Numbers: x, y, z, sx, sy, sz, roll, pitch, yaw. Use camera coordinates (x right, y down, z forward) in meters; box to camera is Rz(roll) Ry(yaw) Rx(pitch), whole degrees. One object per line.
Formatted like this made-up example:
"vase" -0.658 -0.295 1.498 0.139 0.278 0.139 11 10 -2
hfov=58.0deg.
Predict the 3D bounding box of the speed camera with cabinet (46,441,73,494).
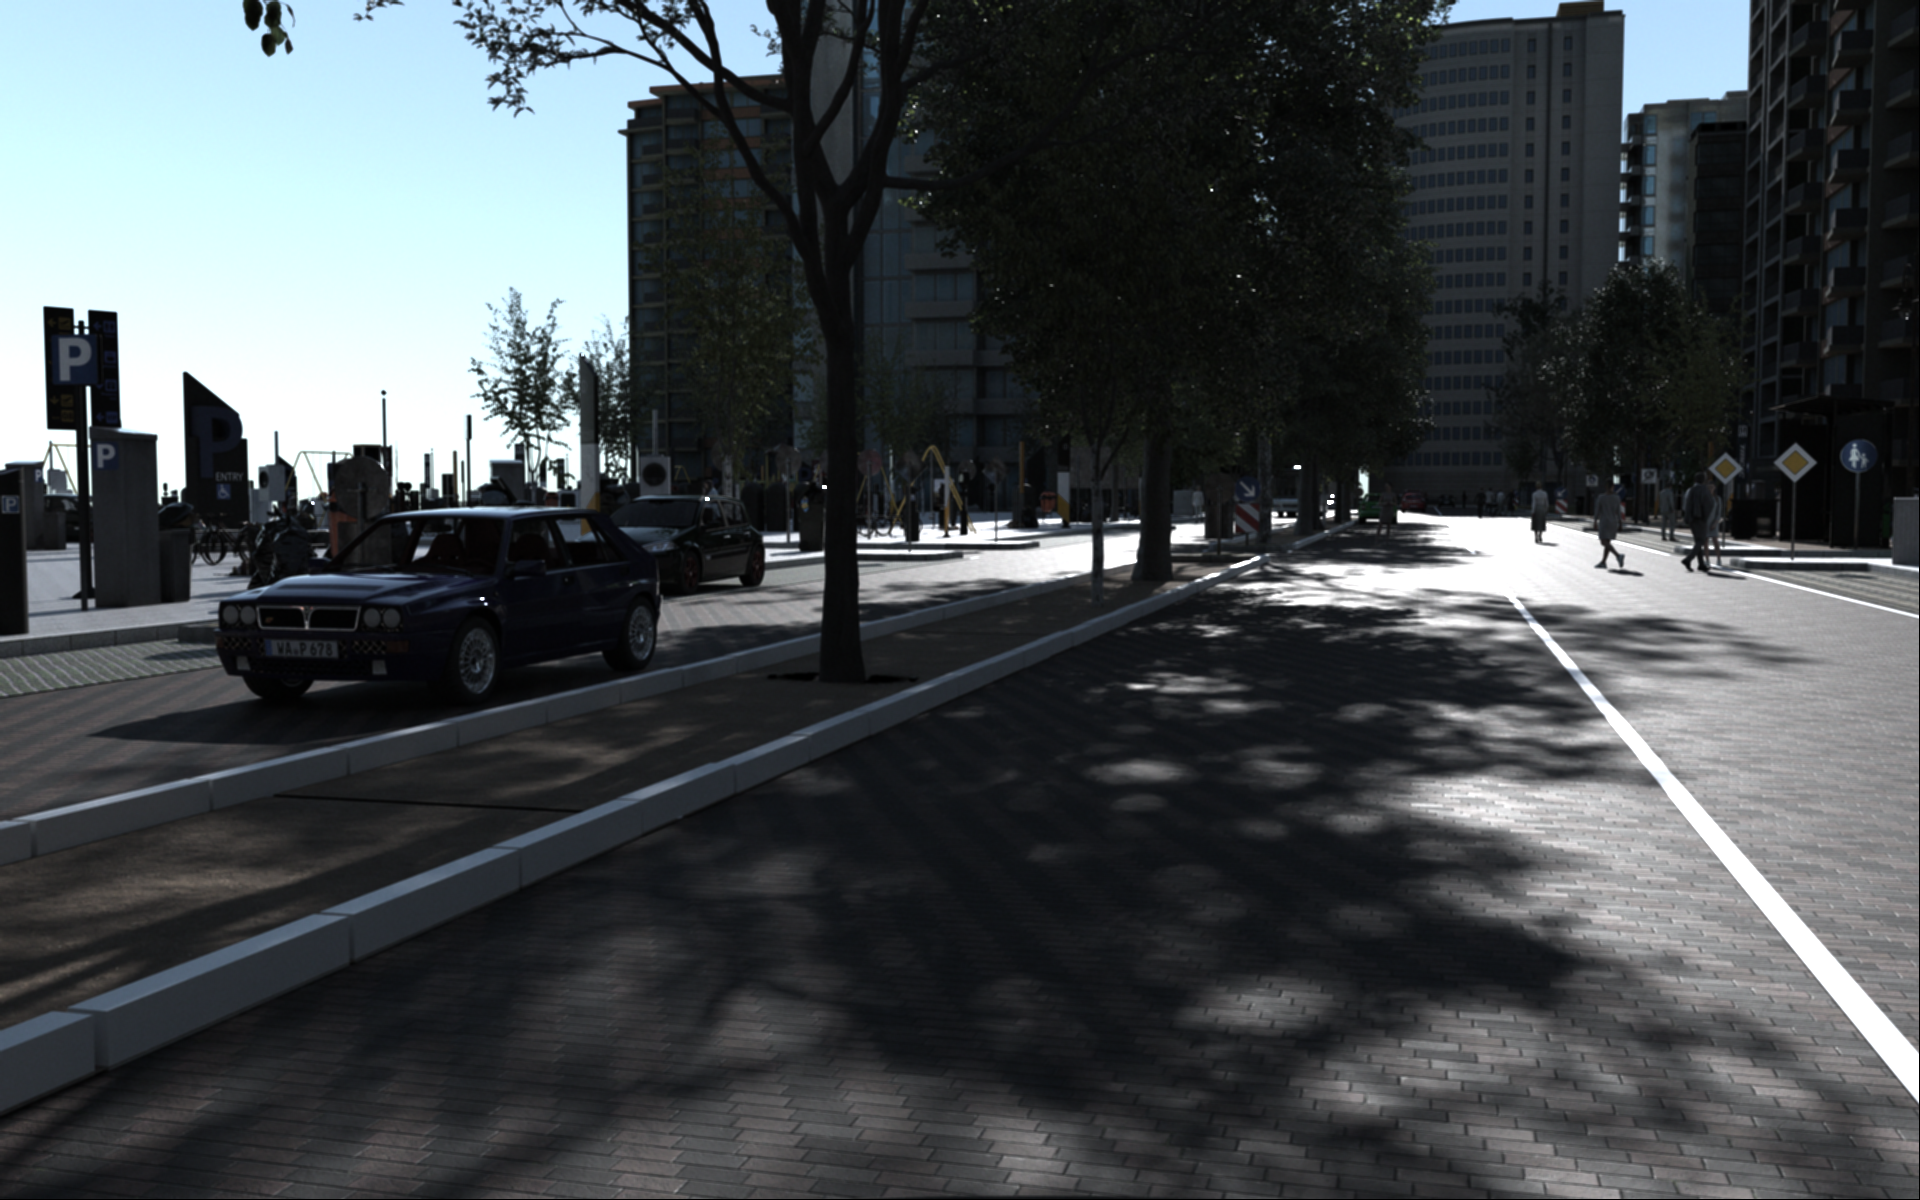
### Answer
"speed camera with cabinet" -33.115 -4.245 63.743 0.660 3.252 2.038 -2 4 -35

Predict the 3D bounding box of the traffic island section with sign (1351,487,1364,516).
"traffic island section with sign" 26.758 -6.624 116.444 2.006 1.907 1.989 1 4 15

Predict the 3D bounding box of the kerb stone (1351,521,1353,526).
"kerb stone" 17.179 -3.329 76.629 0.120 0.150 1.000 1 4 15

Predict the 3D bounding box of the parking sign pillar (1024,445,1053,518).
"parking sign pillar" 4.022 -6.515 94.985 1.447 3.967 1.447 -3 5 -44

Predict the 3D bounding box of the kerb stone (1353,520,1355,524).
"kerb stone" 17.709 -3.450 78.604 0.120 0.150 1.000 1 4 15

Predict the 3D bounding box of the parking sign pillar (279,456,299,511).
"parking sign pillar" -46.312 -7.995 119.188 1.447 3.967 1.447 2 4 32

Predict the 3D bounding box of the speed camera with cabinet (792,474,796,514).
"speed camera with cabinet" -10.765 -7.200 112.058 0.660 3.252 2.038 0 4 7

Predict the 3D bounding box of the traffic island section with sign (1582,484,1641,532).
"traffic island section with sign" 24.889 -3.519 66.171 1.989 1.847 2.006 1 4 15

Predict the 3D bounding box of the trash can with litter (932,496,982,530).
"trash can with litter" -0.224 -3.157 62.676 1.678 1.210 2.233 -1 4 -13

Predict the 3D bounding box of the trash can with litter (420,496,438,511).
"trash can with litter" -16.615 -2.564 52.984 2.233 1.210 1.678 0 4 -8

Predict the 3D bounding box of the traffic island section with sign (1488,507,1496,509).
"traffic island section with sign" 51.546 -9.610 165.755 1.989 1.847 2.006 1 4 15

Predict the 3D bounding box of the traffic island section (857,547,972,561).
"traffic island section" -1.128 -0.973 38.195 2.009 0.180 2.903 1 4 15

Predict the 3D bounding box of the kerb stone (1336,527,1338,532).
"kerb stone" 13.718 -2.540 63.731 0.120 0.150 1.000 1 4 15

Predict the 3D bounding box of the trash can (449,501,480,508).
"trash can" -10.138 -1.473 35.730 0.748 1.137 0.748 0 3 0

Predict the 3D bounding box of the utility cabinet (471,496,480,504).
"utility cabinet" -15.016 -2.670 54.815 1.020 1.237 0.306 -1 4 -19

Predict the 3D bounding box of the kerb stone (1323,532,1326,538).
"kerb stone" 11.606 -2.055 55.798 0.120 0.150 1.000 1 4 15

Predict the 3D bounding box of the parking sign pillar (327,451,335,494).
"parking sign pillar" -38.827 -7.255 107.089 1.447 3.967 1.447 -1 4 -18

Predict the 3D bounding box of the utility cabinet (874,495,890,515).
"utility cabinet" -4.810 -5.867 107.081 1.020 1.237 0.306 0 4 5

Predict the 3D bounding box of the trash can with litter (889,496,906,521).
"trash can with litter" -3.032 -4.287 81.486 1.055 1.170 0.624 -1 4 -12

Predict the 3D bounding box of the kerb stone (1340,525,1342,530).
"kerb stone" 14.511 -2.716 66.700 0.120 0.150 1.000 1 4 15

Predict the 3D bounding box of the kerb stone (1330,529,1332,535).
"kerb stone" 12.660 -2.297 59.766 0.120 0.150 1.000 1 4 15

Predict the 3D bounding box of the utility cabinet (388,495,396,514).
"utility cabinet" -36.707 -6.169 112.022 0.306 1.237 1.020 0 4 3

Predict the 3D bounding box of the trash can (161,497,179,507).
"trash can" -42.794 -5.010 93.573 0.748 1.137 0.748 0 3 0

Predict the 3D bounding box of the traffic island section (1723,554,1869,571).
"traffic island section" 16.156 -0.691 33.582 2.009 0.180 2.903 1 4 15

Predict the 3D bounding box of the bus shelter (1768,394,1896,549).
"bus shelter" 21.860 -3.204 43.676 1.731 3.624 6.357 1 4 15

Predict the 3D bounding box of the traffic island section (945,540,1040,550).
"traffic island section" 0.936 -1.445 45.910 2.009 0.180 2.903 1 4 15

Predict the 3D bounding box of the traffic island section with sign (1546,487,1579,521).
"traffic island section with sign" 31.922 -5.126 92.439 1.989 1.847 2.006 1 4 15

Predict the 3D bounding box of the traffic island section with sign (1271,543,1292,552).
"traffic island section with sign" 7.342 -2.184 43.847 2.006 1.907 1.989 1 4 15

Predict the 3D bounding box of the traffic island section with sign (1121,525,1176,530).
"traffic island section with sign" 7.629 -3.729 69.593 1.989 1.847 2.006 1 4 15

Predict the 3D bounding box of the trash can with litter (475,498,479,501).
"trash can with litter" -14.119 -2.483 51.989 0.624 1.170 1.055 -3 4 -38

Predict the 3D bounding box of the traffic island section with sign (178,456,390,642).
"traffic island section with sign" -6.341 -0.535 17.374 1.989 1.847 2.006 1 4 15

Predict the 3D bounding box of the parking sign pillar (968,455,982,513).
"parking sign pillar" 0.776 -8.060 120.258 1.447 3.967 1.447 3 4 38

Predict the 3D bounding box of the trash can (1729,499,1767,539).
"trash can" 22.207 -2.292 49.123 0.748 1.137 0.748 0 3 0

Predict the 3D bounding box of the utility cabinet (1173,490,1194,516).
"utility cabinet" 12.832 -5.538 99.224 1.173 1.500 0.318 3 5 39

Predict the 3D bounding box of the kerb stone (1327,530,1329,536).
"kerb stone" 12.128 -2.175 57.788 0.120 0.150 1.000 1 4 15

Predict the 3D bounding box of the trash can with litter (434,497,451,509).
"trash can with litter" -17.388 -2.815 57.418 0.624 1.170 1.055 1 4 9

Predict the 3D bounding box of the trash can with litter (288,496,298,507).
"trash can with litter" -30.356 -4.170 79.239 2.233 1.210 1.678 2 4 31

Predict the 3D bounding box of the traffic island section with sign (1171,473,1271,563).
"traffic island section with sign" 5.418 -1.747 36.694 2.006 1.907 1.989 1 4 15

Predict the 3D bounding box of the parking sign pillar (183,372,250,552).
"parking sign pillar" -16.598 -3.071 38.688 1.447 3.967 1.447 2 4 32

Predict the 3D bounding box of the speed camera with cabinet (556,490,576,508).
"speed camera with cabinet" -16.443 -4.958 75.398 2.038 3.252 0.660 0 4 3

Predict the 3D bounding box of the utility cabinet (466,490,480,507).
"utility cabinet" -29.666 -5.968 106.255 1.173 1.500 0.318 -2 4 -34

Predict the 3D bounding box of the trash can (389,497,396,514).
"trash can" -23.551 -3.718 72.447 0.748 1.137 0.748 0 3 0

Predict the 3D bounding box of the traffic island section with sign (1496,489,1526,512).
"traffic island section with sign" 44.569 -8.018 139.715 1.989 1.847 2.006 1 4 15

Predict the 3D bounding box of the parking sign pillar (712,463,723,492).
"parking sign pillar" -12.955 -6.420 93.445 1.447 3.967 1.447 1 4 14

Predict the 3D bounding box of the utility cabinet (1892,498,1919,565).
"utility cabinet" 17.470 -1.235 31.349 1.020 1.237 0.306 2 4 27

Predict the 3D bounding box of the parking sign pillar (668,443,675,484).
"parking sign pillar" -15.384 -6.296 91.415 1.447 3.967 1.447 0 4 2

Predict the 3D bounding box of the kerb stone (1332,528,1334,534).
"kerb stone" 12.929 -2.358 60.755 0.120 0.150 1.000 1 4 15

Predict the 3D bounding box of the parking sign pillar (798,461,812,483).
"parking sign pillar" -11.143 -8.327 124.623 1.447 3.967 1.447 -1 4 -11

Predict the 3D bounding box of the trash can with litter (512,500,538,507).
"trash can with litter" -7.552 -1.178 30.640 0.624 1.170 1.055 1 4 17

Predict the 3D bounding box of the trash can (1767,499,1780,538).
"trash can" 23.581 -2.389 50.718 0.748 1.137 0.748 0 3 0

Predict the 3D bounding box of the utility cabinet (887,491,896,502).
"utility cabinet" -4.759 -6.395 113.236 1.173 1.500 0.318 1 4 9

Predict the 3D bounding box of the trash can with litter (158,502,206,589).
"trash can with litter" -10.546 -0.701 22.853 0.624 1.170 1.055 1 4 21

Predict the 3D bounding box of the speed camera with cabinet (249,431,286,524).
"speed camera with cabinet" -22.028 -3.685 54.579 2.038 3.252 0.660 3 5 41

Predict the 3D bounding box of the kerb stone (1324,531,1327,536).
"kerb stone" 11.863 -2.112 56.796 0.120 0.150 1.000 1 4 15

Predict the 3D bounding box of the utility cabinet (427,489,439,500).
"utility cabinet" -21.142 -3.723 69.542 0.318 1.500 1.173 -2 4 -25

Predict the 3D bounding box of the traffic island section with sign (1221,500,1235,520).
"traffic island section with sign" 14.800 -5.368 96.397 1.989 1.847 2.006 1 4 15

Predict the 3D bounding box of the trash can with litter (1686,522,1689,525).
"trash can with litter" 30.735 -3.714 72.118 1.055 1.170 0.624 2 4 26

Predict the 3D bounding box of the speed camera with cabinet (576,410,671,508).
"speed camera with cabinet" -7.801 -2.816 40.382 2.038 3.252 0.660 0 4 -5

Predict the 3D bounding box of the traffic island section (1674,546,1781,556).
"traffic island section" 18.220 -1.163 41.297 2.009 0.180 2.903 1 4 15
